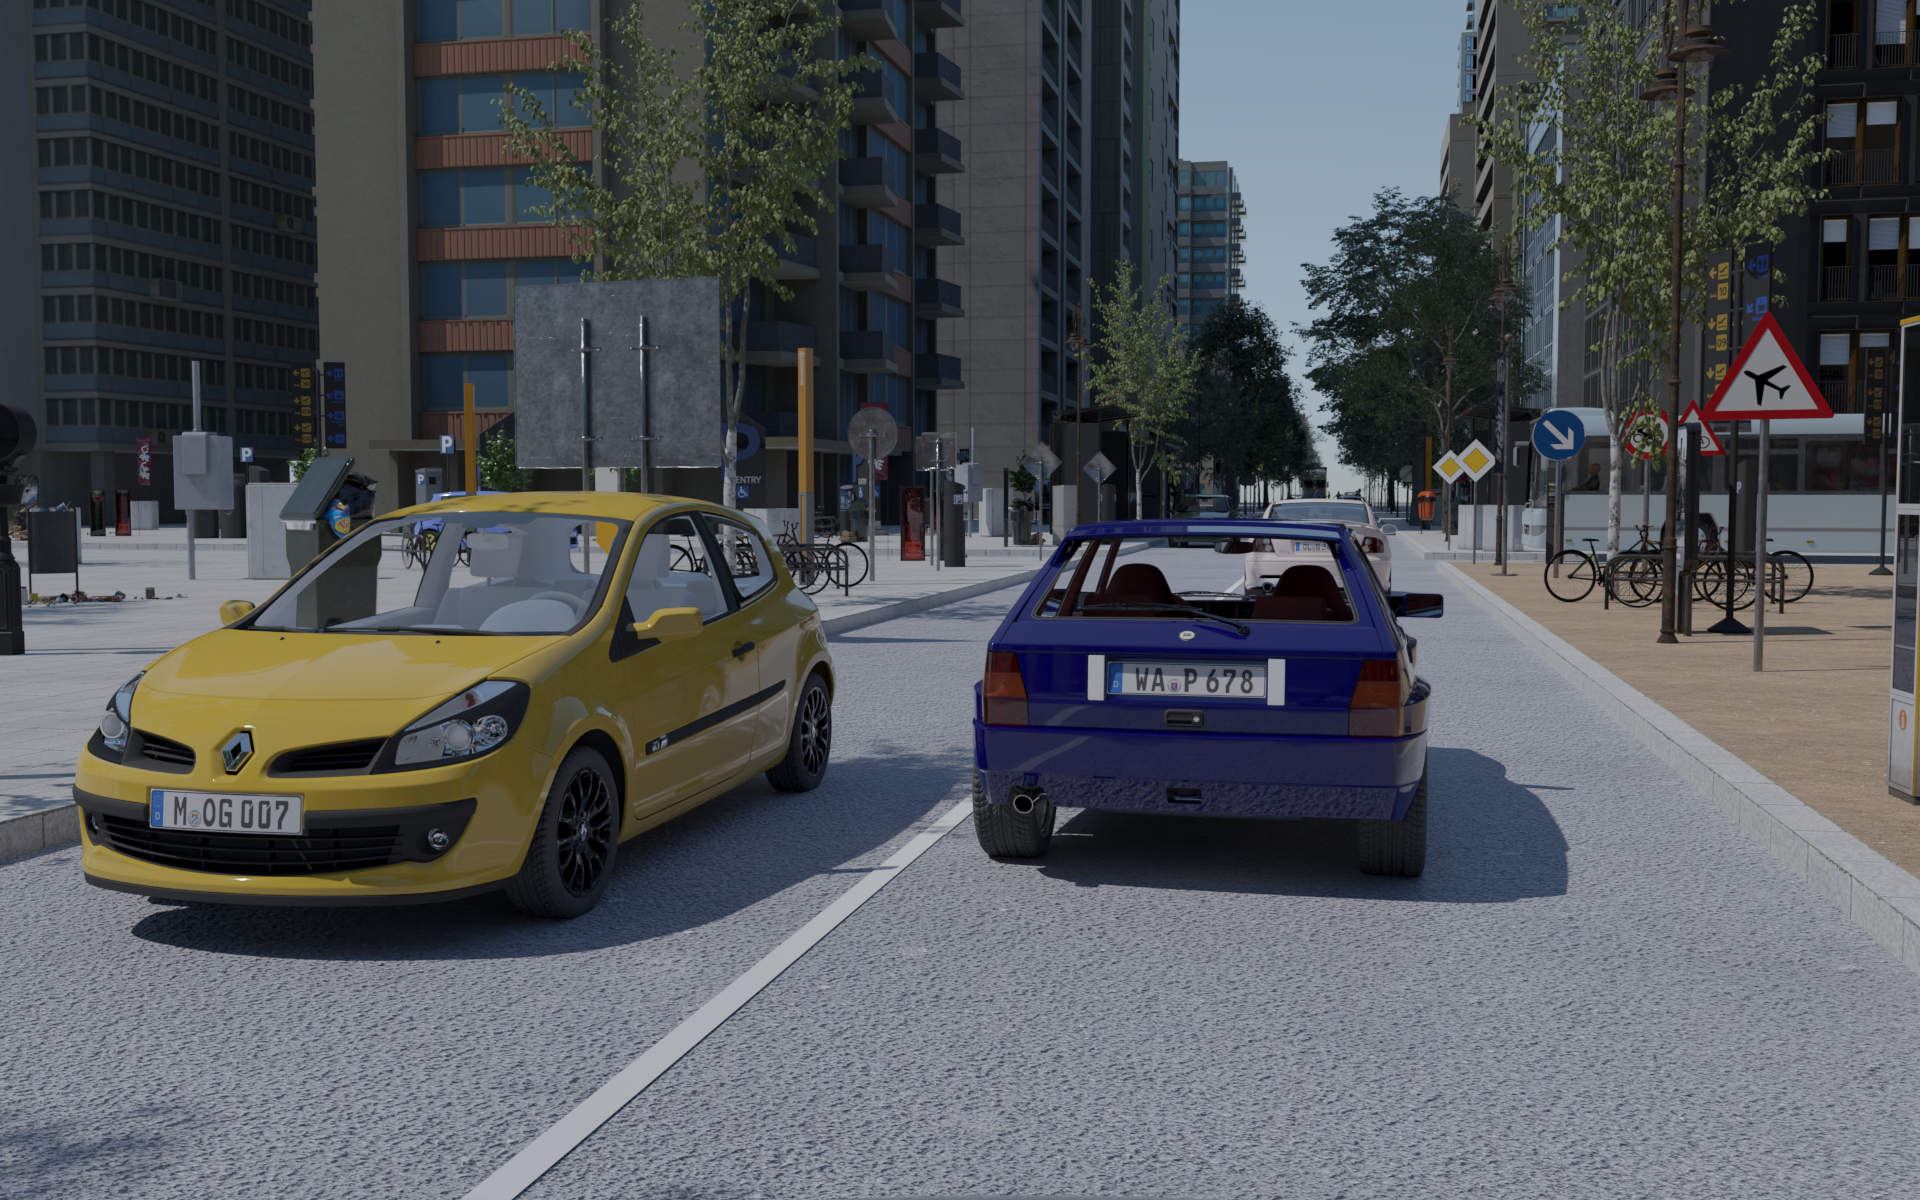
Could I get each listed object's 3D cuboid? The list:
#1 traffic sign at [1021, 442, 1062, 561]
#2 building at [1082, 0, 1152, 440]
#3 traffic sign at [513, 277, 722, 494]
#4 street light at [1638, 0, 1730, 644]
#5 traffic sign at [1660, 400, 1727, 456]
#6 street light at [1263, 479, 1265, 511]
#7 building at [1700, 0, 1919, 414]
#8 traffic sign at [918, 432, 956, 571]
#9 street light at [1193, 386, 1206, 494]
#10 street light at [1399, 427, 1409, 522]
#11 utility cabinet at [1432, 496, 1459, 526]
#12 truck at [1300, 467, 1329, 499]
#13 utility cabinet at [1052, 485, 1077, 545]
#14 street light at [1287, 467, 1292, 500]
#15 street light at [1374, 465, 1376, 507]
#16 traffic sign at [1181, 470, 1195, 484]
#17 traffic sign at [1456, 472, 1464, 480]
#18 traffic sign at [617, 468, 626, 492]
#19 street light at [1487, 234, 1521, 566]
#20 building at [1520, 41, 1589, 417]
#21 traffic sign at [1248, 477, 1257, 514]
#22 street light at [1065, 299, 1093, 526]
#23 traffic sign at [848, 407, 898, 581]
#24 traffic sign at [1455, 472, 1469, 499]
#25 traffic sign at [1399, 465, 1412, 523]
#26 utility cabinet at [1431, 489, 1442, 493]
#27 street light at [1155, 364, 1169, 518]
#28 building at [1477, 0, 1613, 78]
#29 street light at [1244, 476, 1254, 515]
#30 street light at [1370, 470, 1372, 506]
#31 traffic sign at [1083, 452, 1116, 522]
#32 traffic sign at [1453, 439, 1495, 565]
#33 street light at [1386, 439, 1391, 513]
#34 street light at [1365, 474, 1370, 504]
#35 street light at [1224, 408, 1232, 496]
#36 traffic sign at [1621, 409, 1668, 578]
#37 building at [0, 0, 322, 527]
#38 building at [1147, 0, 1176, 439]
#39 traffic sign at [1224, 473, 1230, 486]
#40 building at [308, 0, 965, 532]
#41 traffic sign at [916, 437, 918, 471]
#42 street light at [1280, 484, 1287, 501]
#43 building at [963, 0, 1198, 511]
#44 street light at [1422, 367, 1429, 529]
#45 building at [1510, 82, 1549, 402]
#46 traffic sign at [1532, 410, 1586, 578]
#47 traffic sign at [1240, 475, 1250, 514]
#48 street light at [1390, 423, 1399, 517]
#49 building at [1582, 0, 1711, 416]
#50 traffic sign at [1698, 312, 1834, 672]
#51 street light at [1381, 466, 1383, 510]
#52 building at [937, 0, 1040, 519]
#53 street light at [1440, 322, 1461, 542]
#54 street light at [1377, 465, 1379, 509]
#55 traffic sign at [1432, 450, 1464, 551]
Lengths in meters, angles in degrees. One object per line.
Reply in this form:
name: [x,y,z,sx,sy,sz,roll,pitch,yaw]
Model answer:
traffic sign: [1.552,-1.808,33.202,0.795,2.450,0.064,1,4,13]
building: [5.908,-26.969,124.531,14.154,41.232,14.086,1,4,13]
traffic sign: [-3.317,-1.392,16.628,2.265,3.308,0.079,1,4,20]
street light: [6.098,-2.566,14.743,0.468,5.910,1.993,1,4,13]
traffic sign: [10.134,-1.469,24.017,0.884,2.594,0.081,1,4,21]
street light: [23.203,-9.750,132.197,0.468,5.910,1.993,1,4,13]
building: [30.534,-13.375,48.359,15.834,23.373,12.332,1,4,13]
traffic sign: [-0.359,-1.626,28.720,0.606,2.300,0.079,1,4,20]
street light: [10.293,-6.226,74.575,0.468,5.910,1.993,1,4,13]
street light: [20.548,-6.522,79.421,0.468,5.910,1.993,1,4,13]
utility cabinet: [19.691,-3.615,70.270,1.020,1.237,0.306,1,4,18]
truck: [36.902,-11.699,180.189,2.839,4.237,11.283,1,4,12]
utility cabinet: [2.618,-2.127,43.452,0.318,1.500,1.173,1,4,19]
street light: [34.263,-12.754,181.317,0.468,5.910,1.993,1,4,13]
street light: [37.107,-11.053,153.504,0.468,5.910,1.993,1,4,13]
traffic sign: [11.893,-5.522,90.394,0.768,2.556,0.104,1,4,14]
traffic sign: [18.140,-3.891,63.730,0.768,2.556,0.104,1,4,22]
traffic sign: [-3.347,-1.041,17.129,0.768,2.556,0.104,1,4,21]
street light: [9.684,-3.558,30.963,0.468,5.910,1.993,1,4,13]
building: [39.540,-17.216,99.497,12.078,24.808,19.932,1,4,13]
traffic sign: [18.636,-6.788,111.092,0.768,2.556,0.104,1,4,16]
street light: [2.833,-4.189,41.276,0.468,5.910,1.993,1,4,13]
traffic sign: [-1.294,-1.550,25.443,0.768,2.556,0.104,1,4,14]
traffic sign: [22.152,-4.689,76.774,0.768,2.556,0.104,1,4,19]
traffic sign: [19.539,-4.614,75.541,0.768,2.556,0.104,1,4,18]
utility cabinet: [22.180,-4.455,81.526,1.173,1.500,0.318,3,5,40]
street light: [6.790,-5.232,58.336,0.468,5.910,1.993,1,4,13]
building: [53.434,-31.591,140.210,21.300,48.544,21.600,1,4,13]
street light: [17.746,-8.229,107.337,0.468,5.910,1.993,1,4,13]
street light: [40.707,-12.048,169.778,0.468,5.910,1.993,1,4,13]
traffic sign: [3.293,-2.285,40.995,0.795,2.450,0.064,1,4,13]
traffic sign: [9.351,-1.700,31.445,0.795,2.450,0.064,1,4,13]
street light: [27.949,-8.520,112.085,0.468,5.910,1.993,1,4,13]
street light: [48.064,-14.068,202.798,0.468,5.910,1.993,1,4,13]
street light: [14.087,-7.238,91.132,0.468,5.910,1.993,1,4,13]
traffic sign: [10.100,-1.551,25.469,0.768,2.556,0.104,1,4,18]
building: [-43.354,-23.439,75.103,23.993,40.220,32.217,1,4,13]
building: [3.623,-34.050,145.948,28.713,52.752,27.495,1,4,13]
traffic sign: [16.555,-6.493,106.259,0.768,2.556,0.104,1,4,16]
building: [-12.179,-25.243,67.344,22.147,44.769,28.867,1,4,13]
traffic sign: [-0.500,-1.760,30.903,0.606,2.300,0.079,1,4,13]
street light: [30.565,-11.750,164.897,0.468,5.910,1.993,1,4,13]
building: [12.790,-44.630,167.950,20.563,71.187,20.611,1,4,13]
street light: [16.935,-5.521,63.052,0.468,5.910,1.993,1,4,13]
building: [46.476,-21.531,123.730,14.160,30.474,14.107,1,4,13]
traffic sign: [9.085,-1.603,26.320,0.768,2.556,0.104,1,4,22]
traffic sign: [18.146,-6.750,110.463,0.768,2.556,0.104,1,4,13]
street light: [24.264,-7.529,95.887,0.468,5.910,1.993,1,4,13]
building: [36.818,-17.372,77.541,14.314,27.812,24.014,1,4,13]
traffic sign: [5.766,-0.761,12.440,0.884,2.594,0.081,1,4,22]
street light: [29.721,-9.023,120.314,0.468,5.910,1.993,1,4,13]
building: [-1.592,-40.331,97.661,20.563,71.187,20.611,1,4,13]
street light: [13.195,-4.520,46.695,0.468,5.910,1.993,1,4,13]
street light: [33.454,-10.062,137.299,0.468,5.910,1.993,1,4,13]
traffic sign: [11.092,-2.177,39.239,0.795,2.450,0.064,1,4,13]
